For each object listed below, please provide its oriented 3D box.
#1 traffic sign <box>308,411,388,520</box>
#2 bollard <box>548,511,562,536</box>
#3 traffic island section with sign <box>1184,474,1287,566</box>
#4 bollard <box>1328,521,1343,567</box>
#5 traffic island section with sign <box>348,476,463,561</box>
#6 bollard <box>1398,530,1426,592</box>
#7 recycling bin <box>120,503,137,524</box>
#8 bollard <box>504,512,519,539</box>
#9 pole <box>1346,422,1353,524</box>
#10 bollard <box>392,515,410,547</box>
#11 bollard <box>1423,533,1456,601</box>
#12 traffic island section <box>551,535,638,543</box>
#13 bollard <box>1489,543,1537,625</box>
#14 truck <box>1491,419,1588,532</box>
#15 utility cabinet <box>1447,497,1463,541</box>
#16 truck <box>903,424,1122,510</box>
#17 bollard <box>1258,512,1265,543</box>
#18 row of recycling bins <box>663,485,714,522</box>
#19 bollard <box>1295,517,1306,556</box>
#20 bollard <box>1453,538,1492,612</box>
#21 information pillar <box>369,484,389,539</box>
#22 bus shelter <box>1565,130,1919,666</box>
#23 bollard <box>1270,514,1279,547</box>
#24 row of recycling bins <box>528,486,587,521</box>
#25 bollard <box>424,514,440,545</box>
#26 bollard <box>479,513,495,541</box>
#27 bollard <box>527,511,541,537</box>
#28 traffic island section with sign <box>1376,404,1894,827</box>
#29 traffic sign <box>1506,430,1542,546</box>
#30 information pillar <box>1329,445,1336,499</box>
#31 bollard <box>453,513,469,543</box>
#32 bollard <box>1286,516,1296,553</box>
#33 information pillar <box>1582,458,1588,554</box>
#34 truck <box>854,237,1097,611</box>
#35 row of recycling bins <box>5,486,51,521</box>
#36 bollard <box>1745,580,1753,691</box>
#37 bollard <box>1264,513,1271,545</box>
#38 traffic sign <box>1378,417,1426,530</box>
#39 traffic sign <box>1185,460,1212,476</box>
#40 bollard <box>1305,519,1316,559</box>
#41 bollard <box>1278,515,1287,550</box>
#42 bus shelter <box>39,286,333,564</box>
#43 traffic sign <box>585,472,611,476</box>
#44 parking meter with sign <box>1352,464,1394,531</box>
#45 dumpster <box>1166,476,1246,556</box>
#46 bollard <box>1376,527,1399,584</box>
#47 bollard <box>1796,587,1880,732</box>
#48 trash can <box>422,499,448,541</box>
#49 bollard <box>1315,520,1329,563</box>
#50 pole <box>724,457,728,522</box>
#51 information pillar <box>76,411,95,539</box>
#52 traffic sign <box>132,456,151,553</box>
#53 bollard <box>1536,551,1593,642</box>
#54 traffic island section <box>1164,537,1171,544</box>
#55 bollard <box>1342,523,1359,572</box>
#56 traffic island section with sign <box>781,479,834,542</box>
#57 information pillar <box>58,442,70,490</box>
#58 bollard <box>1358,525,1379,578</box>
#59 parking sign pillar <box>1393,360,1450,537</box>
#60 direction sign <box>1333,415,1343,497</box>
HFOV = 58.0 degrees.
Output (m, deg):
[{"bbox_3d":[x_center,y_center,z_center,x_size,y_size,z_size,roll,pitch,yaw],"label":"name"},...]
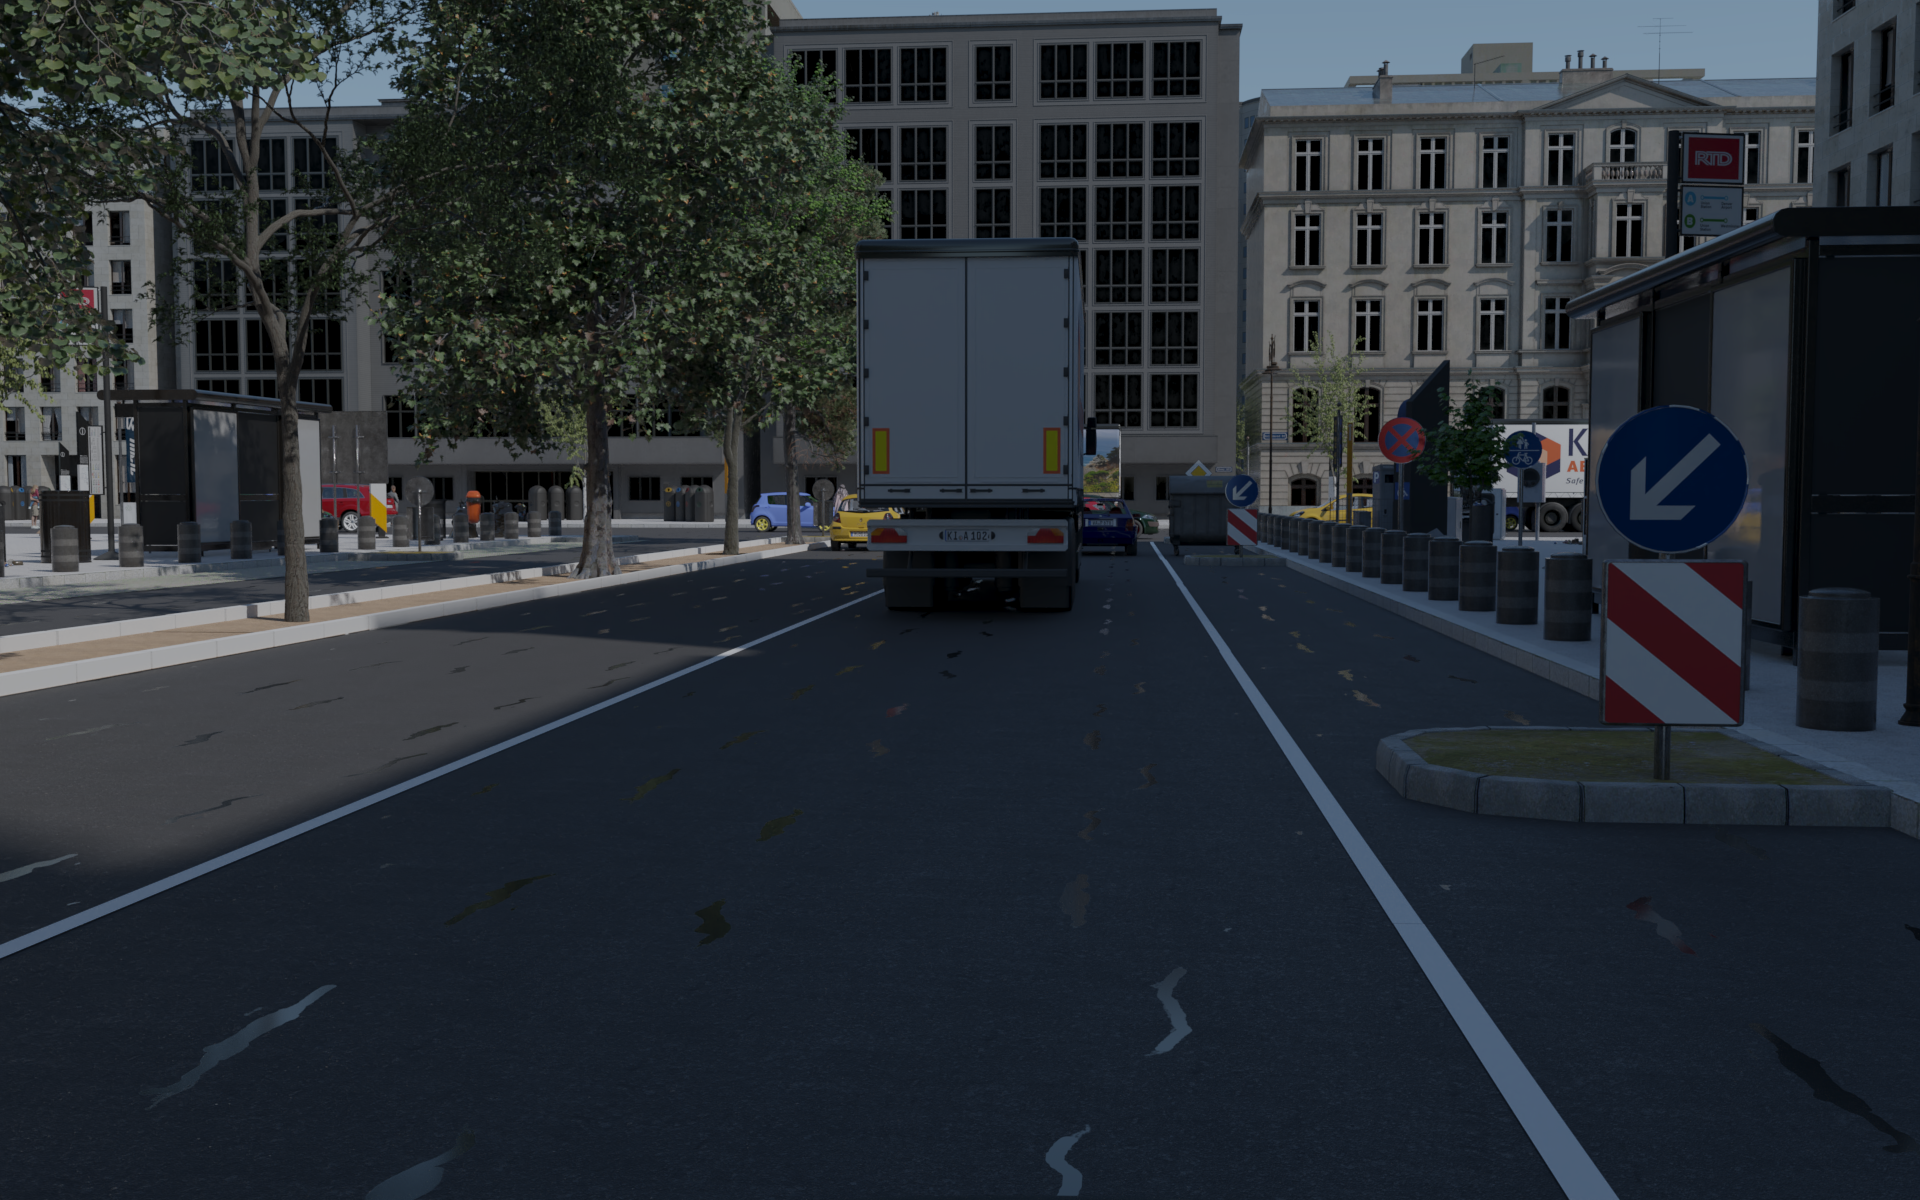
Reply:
[{"bbox_3d":[-15.069,-2.976,42.527,2.265,3.308,0.079,1,4,14],"label":"traffic sign"},{"bbox_3d":[-12.484,-2.365,53.380,0.404,0.777,0.398,0,3,0],"label":"bollard"},{"bbox_3d":[5.609,-1.641,35.452,1.989,1.847,2.006,0,4,5],"label":"traffic island section with sign"},{"bbox_3d":[6.752,-0.965,30.497,0.404,0.777,0.398,0,3,0],"label":"bollard"},{"bbox_3d":[-11.973,-1.781,37.746,1.989,1.847,2.006,0,4,5],"label":"traffic island section with sign"},{"bbox_3d":[6.054,-0.499,22.873,0.404,0.777,0.398,0,3,0],"label":"bollard"},{"bbox_3d":[-24.430,-2.368,51.276,0.722,1.027,0.722,-2,4,-30],"label":"recycling bin"},{"bbox_3d":[-12.835,-2.130,49.548,0.404,0.777,0.398,0,3,0],"label":"bollard"},{"bbox_3d":[11.111,-3.398,49.395,0.158,3.312,0.155,0,3,0],"label":"pole"},{"bbox_3d":[-13.535,-1.664,41.921,0.404,0.777,0.398,0,3,0],"label":"bollard"},{"bbox_3d":[5.878,-0.382,20.969,0.404,0.777,0.398,0,3,0],"label":"bollard"},{"bbox_3d":[-10.963,-1.844,52.425,2.009,0.180,2.903,0,4,5],"label":"traffic island section"},{"bbox_3d":[5.521,-0.149,17.148,0.404,0.777,0.398,0,3,0],"label":"bollard"},{"bbox_3d":[25.471,-4.681,65.449,11.283,4.237,2.839,0,4,4],"label":"truck"},{"bbox_3d":[11.631,-1.815,40.834,0.306,1.237,1.020,2,4,24],"label":"utility cabinet"},{"bbox_3d":[0.931,-5.016,70.925,11.283,4.237,2.839,0,4,6],"label":"truck"},{"bbox_3d":[8.151,-1.898,45.743,0.404,0.777,0.398,0,3,0],"label":"bollard"},{"bbox_3d":[-12.564,-4.473,80.252,1.069,1.692,3.534,-3,5,-41],"label":"row of recycling bins"},{"bbox_3d":[7.274,-1.315,36.211,0.404,0.777,0.398,0,3,0],"label":"bollard"},{"bbox_3d":[5.701,-0.266,19.065,0.404,0.777,0.398,0,3,0],"label":"bollard"},{"bbox_3d":[-16.752,-3.578,49.850,0.183,3.616,0.504,3,5,43],"label":"information pillar"},{"bbox_3d":[7.415,-2.402,16.909,2.179,5.291,8.768,0,4,5],"label":"bus shelter"},{"bbox_3d":[7.801,-1.664,41.928,0.404,0.777,0.398,0,3,0],"label":"bollard"},{"bbox_3d":[-19.341,-4.756,84.874,3.534,1.692,1.069,-2,4,-30],"label":"row of recycling bins"},{"bbox_3d":[-13.360,-1.780,43.825,0.404,0.777,0.398,0,3,0],"label":"bollard"},{"bbox_3d":[-13.009,-2.014,47.644,0.404,0.777,0.398,0,3,0],"label":"bollard"},{"bbox_3d":[-12.656,-2.248,51.476,0.404,0.777,0.398,0,3,0],"label":"bollard"},{"bbox_3d":[3.125,0.009,8.477,1.989,1.847,2.006,0,4,5],"label":"traffic island section with sign"},{"bbox_3d":[11.227,-2.113,34.647,0.768,2.556,0.104,1,4,8],"label":"traffic sign"},{"bbox_3d":[17.640,-5.533,81.827,0.504,3.616,0.183,3,4,39],"label":"information pillar"},{"bbox_3d":[-13.183,-1.897,45.740,0.404,0.777,0.398,0,3,0],"label":"bollard"},{"bbox_3d":[7.452,-1.431,38.115,0.404,0.777,0.398,0,3,0],"label":"bollard"},{"bbox_3d":[12.793,-1.862,34.939,0.304,2.012,0.304,-2,4,-28],"label":"information pillar"},{"bbox_3d":[0.512,-2.184,24.620,2.839,4.237,11.283,0,4,5],"label":"truck"},{"bbox_3d":[-46.088,-4.771,85.123,1.069,1.692,3.534,1,4,10],"label":"row of recycling bins"},{"bbox_3d":[5.000,0.202,11.419,0.404,0.777,0.398,0,3,0],"label":"bollard"},{"bbox_3d":[7.982,-1.781,43.831,0.404,0.777,0.398,0,3,0],"label":"bollard"},{"bbox_3d":[7.303,-1.748,28.681,0.768,2.556,0.104,1,4,15],"label":"traffic sign"},{"bbox_3d":[6.978,-2.878,50.701,0.795,2.450,0.064,0,4,5],"label":"traffic sign"},{"bbox_3d":[7.103,-1.198,34.307,0.404,0.777,0.398,0,3,0],"label":"bollard"},{"bbox_3d":[7.623,-1.548,40.022,0.404,0.777,0.398,0,3,0],"label":"bollard"},{"bbox_3d":[-16.095,-3.577,36.108,2.179,5.291,8.768,0,4,5],"label":"bus shelter"},{"bbox_3d":[-10.939,-2.980,52.362,0.795,2.450,0.064,0,4,5],"label":"traffic sign"},{"bbox_3d":[10.990,-2.956,44.589,1.738,3.016,0.543,-1,4,-17],"label":"parking meter with sign"},{"bbox_3d":[5.761,-1.971,40.445,1.865,1.857,1.264,0,4,6],"label":"dumpster"},{"bbox_3d":[6.225,-0.615,24.778,0.404,0.777,0.398,0,3,0],"label":"bollard"},{"bbox_3d":[4.821,0.318,9.515,0.404,0.777,0.398,0,3,0],"label":"bollard"},{"bbox_3d":[-14.405,-2.190,47.463,0.748,1.137,0.748,0,3,0],"label":"trash can"},{"bbox_3d":[6.925,-1.082,32.403,0.404,0.777,0.398,0,3,0],"label":"bollard"},{"bbox_3d":[-10.750,-5.262,79.879,0.158,3.312,0.155,0,3,0],"label":"pole"},{"bbox_3d":[-24.860,-3.538,49.208,0.183,3.616,0.504,1,4,19],"label":"information pillar"},{"bbox_3d":[-17.526,-2.216,37.410,0.795,2.450,0.064,1,4,13],"label":"traffic sign"},{"bbox_3d":[5.348,-0.031,15.231,0.404,0.777,0.398,0,3,0],"label":"bollard"},{"bbox_3d":[7.002,-1.743,50.776,2.009,0.180,2.903,0,4,5],"label":"traffic island section"},{"bbox_3d":[6.574,-0.848,28.586,0.404,0.777,0.398,0,3,0],"label":"bollard"},{"bbox_3d":[-4.216,-2.685,52.043,2.006,1.907,1.989,0,4,5],"label":"traffic island section with sign"},{"bbox_3d":[-40.289,-5.295,77.925,0.183,3.616,0.504,2,4,25],"label":"information pillar"},{"bbox_3d":[6.402,-0.732,26.682,0.404,0.777,0.398,0,3,0],"label":"bollard"},{"bbox_3d":[9.206,-2.819,34.560,1.447,3.967,1.447,-3,5,-41],"label":"parking sign pillar"},{"bbox_3d":[10.940,-3.560,50.203,0.379,3.537,0.876,0,4,-3],"label":"direction sign"}]
